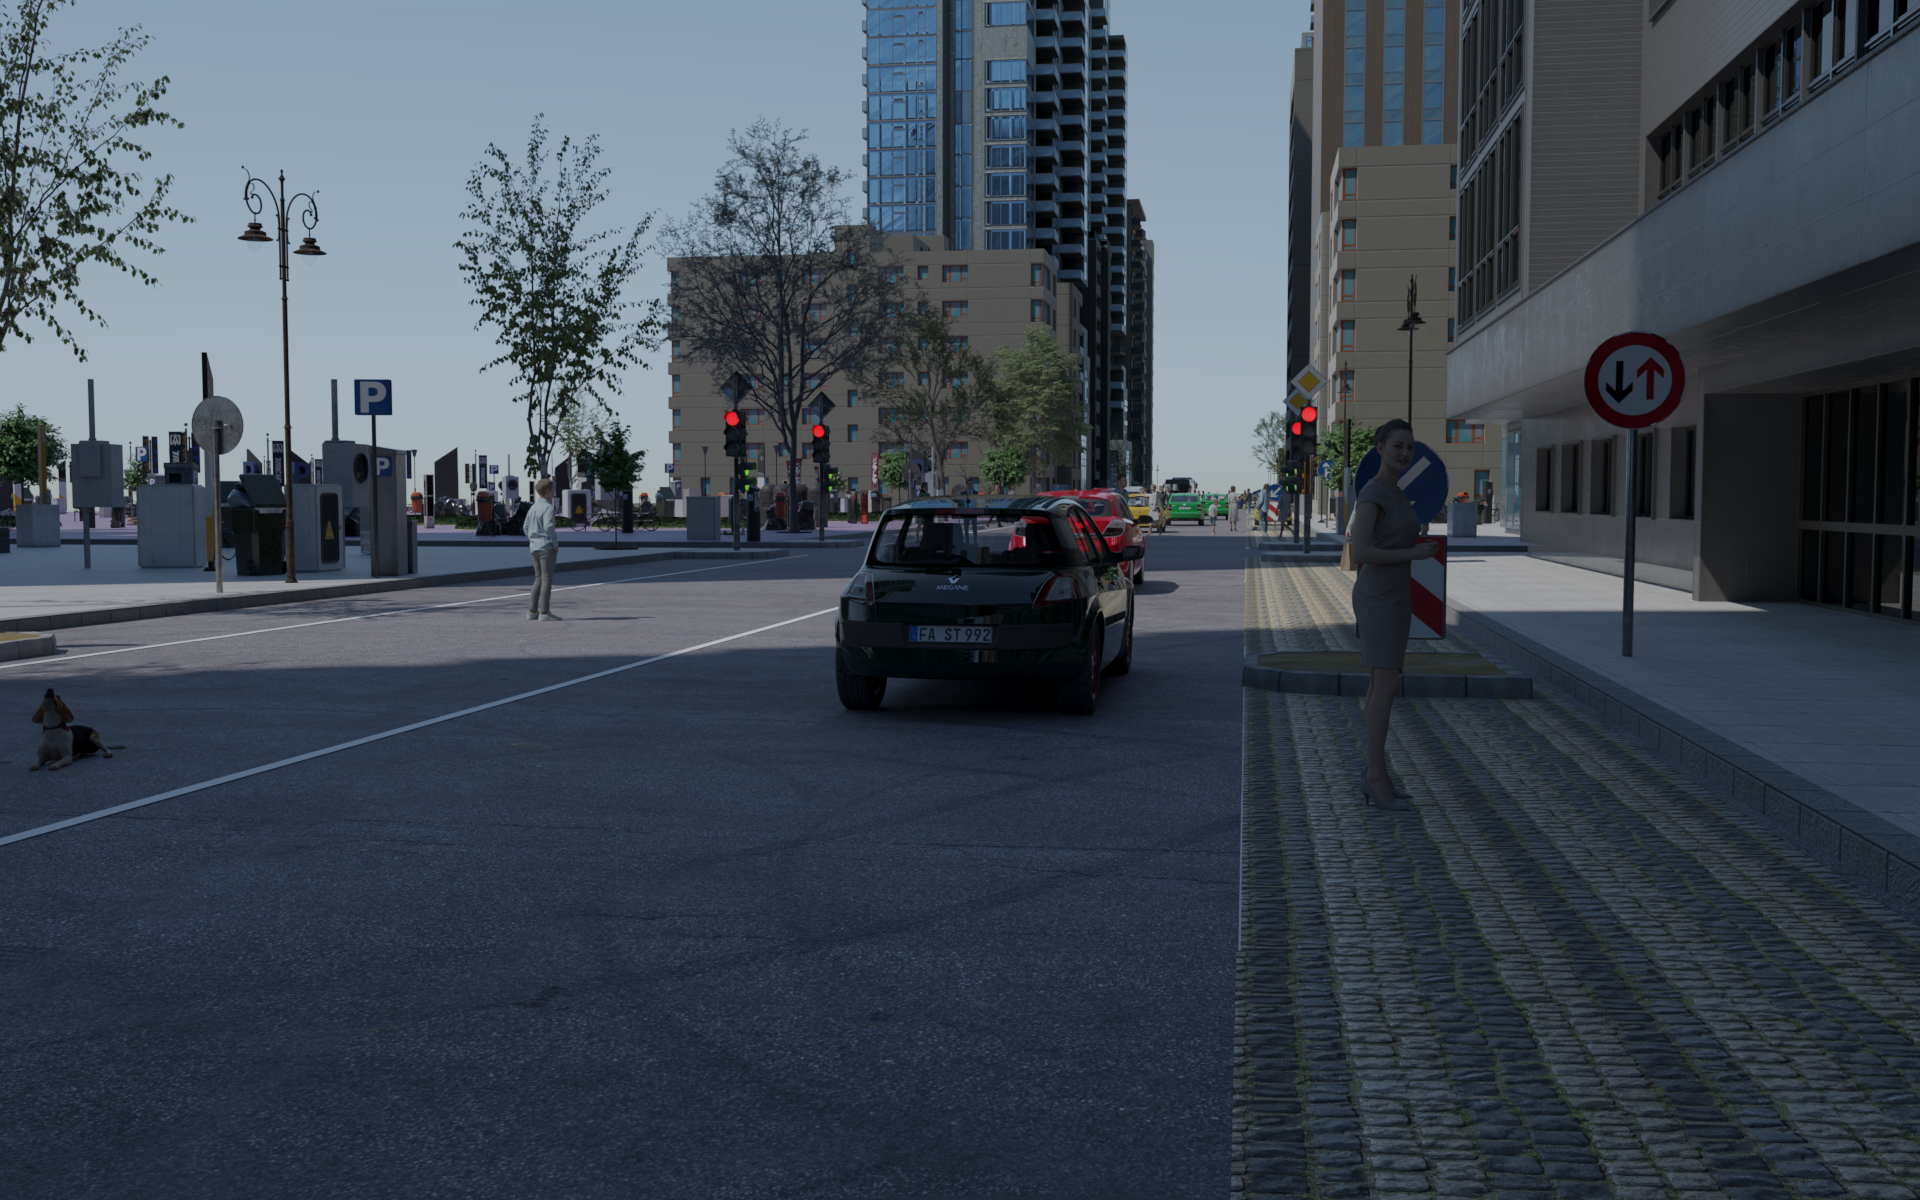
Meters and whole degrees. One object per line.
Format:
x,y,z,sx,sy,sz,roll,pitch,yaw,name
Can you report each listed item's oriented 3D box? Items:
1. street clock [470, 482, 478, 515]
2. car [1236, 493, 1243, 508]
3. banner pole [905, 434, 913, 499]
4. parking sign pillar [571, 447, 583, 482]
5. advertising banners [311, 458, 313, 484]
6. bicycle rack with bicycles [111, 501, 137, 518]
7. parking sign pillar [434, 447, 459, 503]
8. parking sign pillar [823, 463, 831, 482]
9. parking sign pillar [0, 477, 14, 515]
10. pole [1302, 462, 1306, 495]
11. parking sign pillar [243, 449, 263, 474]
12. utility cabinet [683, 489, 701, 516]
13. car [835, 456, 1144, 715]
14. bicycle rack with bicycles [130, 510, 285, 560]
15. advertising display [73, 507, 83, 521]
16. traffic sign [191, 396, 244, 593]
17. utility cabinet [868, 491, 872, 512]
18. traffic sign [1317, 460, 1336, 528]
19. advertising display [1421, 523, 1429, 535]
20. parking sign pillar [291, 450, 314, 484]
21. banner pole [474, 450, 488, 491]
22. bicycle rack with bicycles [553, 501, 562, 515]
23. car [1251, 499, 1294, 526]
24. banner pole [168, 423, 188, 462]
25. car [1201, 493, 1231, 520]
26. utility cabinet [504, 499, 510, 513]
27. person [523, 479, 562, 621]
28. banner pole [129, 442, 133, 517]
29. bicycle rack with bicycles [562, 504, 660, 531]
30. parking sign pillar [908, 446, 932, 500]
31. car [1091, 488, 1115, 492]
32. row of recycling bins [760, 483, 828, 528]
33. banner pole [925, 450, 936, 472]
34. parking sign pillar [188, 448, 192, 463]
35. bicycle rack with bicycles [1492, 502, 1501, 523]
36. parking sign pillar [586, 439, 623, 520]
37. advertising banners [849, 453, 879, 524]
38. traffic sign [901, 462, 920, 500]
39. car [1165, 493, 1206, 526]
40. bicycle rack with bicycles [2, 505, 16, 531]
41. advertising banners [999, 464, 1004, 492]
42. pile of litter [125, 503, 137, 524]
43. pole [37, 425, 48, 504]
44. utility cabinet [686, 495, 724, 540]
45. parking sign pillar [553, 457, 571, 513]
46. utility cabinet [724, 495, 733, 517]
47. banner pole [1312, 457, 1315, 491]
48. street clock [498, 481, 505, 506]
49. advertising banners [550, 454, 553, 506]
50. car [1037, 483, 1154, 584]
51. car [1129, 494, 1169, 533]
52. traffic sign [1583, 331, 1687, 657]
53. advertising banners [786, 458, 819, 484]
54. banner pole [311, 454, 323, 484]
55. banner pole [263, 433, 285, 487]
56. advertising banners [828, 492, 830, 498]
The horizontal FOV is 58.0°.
-30.136,-6.285,107.334,0.471,2.002,0.358,2,4,32,street clock
27.728,-10.042,173.774,1.945,1.707,3.694,1,4,10,car
-2.103,-5.012,71.958,0.401,3.779,0.863,1,4,20,banner pole
-21.211,-6.811,99.830,1.447,3.967,1.447,3,5,41,parking sign pillar
-31.734,-5.401,84.496,0.090,3.025,2.074,-1,4,-10,advertising banners
-43.569,-4.792,91.731,2.925,0.926,2.852,2,4,26,bicycle rack with bicycles
-29.189,-6.727,98.460,1.447,3.967,1.447,-1,4,-13,parking sign pillar
-8.625,-7.516,111.365,1.447,3.967,1.447,1,4,9,parking sign pillar
-45.962,-5.778,82.950,1.447,3.967,1.447,0,4,6,parking sign pillar
21.721,-7.069,109.429,0.158,3.312,0.155,0,3,0,pole
-41.844,-6.975,102.506,1.447,3.967,1.447,2,4,33,parking sign pillar
-11.162,-3.881,72.137,0.318,1.500,1.173,1,4,15,utility cabinet
0.307,-0.182,12.760,2.009,1.686,4.222,1,4,10,car
-13.595,-1.202,33.040,2.852,0.926,2.925,0,4,4,bicycle rack with bicycles
-41.172,-4.655,81.318,0.974,1.923,0.123,0,4,5,advertising display
-9.621,-1.365,22.431,0.768,2.556,0.104,1,4,13,traffic sign
-6.007,-6.583,116.317,0.318,1.500,1.173,-2,4,-27,utility cabinet
13.844,-3.986,65.272,0.768,2.556,0.104,1,4,11,traffic sign
8.751,-1.677,32.629,0.123,1.923,0.974,1,4,12,advertising display
-39.806,-7.104,104.618,1.447,3.967,1.447,3,4,38,parking sign pillar
-27.020,-6.577,97.554,0.863,3.779,0.401,-2,4,-24,banner pole
-21.060,-4.899,93.473,2.852,0.926,2.925,0,4,2,bicycle rack with bicycles
14.403,-4.245,79.628,2.015,1.641,3.980,1,4,10,car
-27.385,-4.334,60.871,0.863,3.779,0.401,0,4,2,banner pole
14.183,-5.359,96.410,1.959,1.807,4.718,0,4,8,car
-29.500,-6.368,112.798,0.318,1.500,1.173,-1,4,-18,utility cabinet
-4.693,-0.566,19.569,0.330,1.601,0.589,-2,4,-34,person
-39.408,-5.650,82.398,0.401,3.779,0.863,-2,4,-28,banner pole
-11.752,-2.869,60.291,2.925,0.926,2.852,1,4,16,bicycle rack with bicycles
-2.214,-6.582,96.093,1.447,3.967,1.447,1,4,15,parking sign pillar
8.858,-6.016,107.032,2.281,1.827,5.304,1,4,11,car
-6.516,-3.693,67.493,3.534,1.692,1.069,3,5,41,row of recycling bins
-1.774,-6.649,98.725,0.863,3.779,0.401,1,4,14,banner pole
-42.480,-6.503,94.792,1.447,3.967,1.447,-3,5,-40,parking sign pillar
24.504,-3.848,76.294,2.925,0.926,2.852,-2,4,-33,bicycle rack with bicycles
-16.247,-5.627,80.465,1.447,3.967,1.447,2,4,30,parking sign pillar
-4.098,-4.760,74.012,0.090,3.025,2.074,-3,5,-41,advertising banners
-1.967,-4.187,68.568,0.768,2.556,0.104,1,4,14,traffic sign
10.283,-4.312,79.305,1.959,1.807,4.718,0,4,8,car
-31.653,-2.643,56.588,2.852,0.926,2.925,-1,4,-11,bicycle rack with bicycles
2.241,-6.454,101.706,0.090,3.025,2.074,1,4,20,advertising banners
-35.678,-3.756,75.370,1.176,0.858,1.719,1,4,21,pile of litter
-27.078,-3.504,51.136,0.158,3.312,0.155,0,3,0,pole
-7.168,-2.279,48.421,1.020,1.237,0.306,2,4,32,utility cabinet
-27.424,-8.013,119.483,1.447,3.967,1.447,-3,5,-45,parking sign pillar
-12.441,-5.052,93.761,1.020,1.237,0.306,0,4,-7,utility cabinet
23.862,-7.738,116.534,0.401,3.779,0.863,-3,4,-36,banner pole
-25.320,-5.590,95.969,0.358,2.002,0.471,3,5,45,street clock
-17.680,-4.817,74.943,0.090,3.025,2.074,-1,4,-9,advertising banners
1.850,-1.066,26.476,2.155,1.783,4.494,1,4,9,car
6.853,-3.364,65.223,2.015,1.641,3.980,1,4,9,car
5.278,-0.827,13.622,0.768,2.556,0.104,1,4,12,traffic sign
-8.044,-5.733,89.930,2.074,3.025,0.090,1,4,13,advertising banners
-40.287,-7.239,108.368,0.863,3.779,0.401,-2,4,-32,banner pole
-28.177,-4.965,71.198,0.863,3.779,0.401,-2,4,-31,banner pole
-8.608,-6.910,109.171,0.090,3.025,2.074,2,4,31,advertising banners
